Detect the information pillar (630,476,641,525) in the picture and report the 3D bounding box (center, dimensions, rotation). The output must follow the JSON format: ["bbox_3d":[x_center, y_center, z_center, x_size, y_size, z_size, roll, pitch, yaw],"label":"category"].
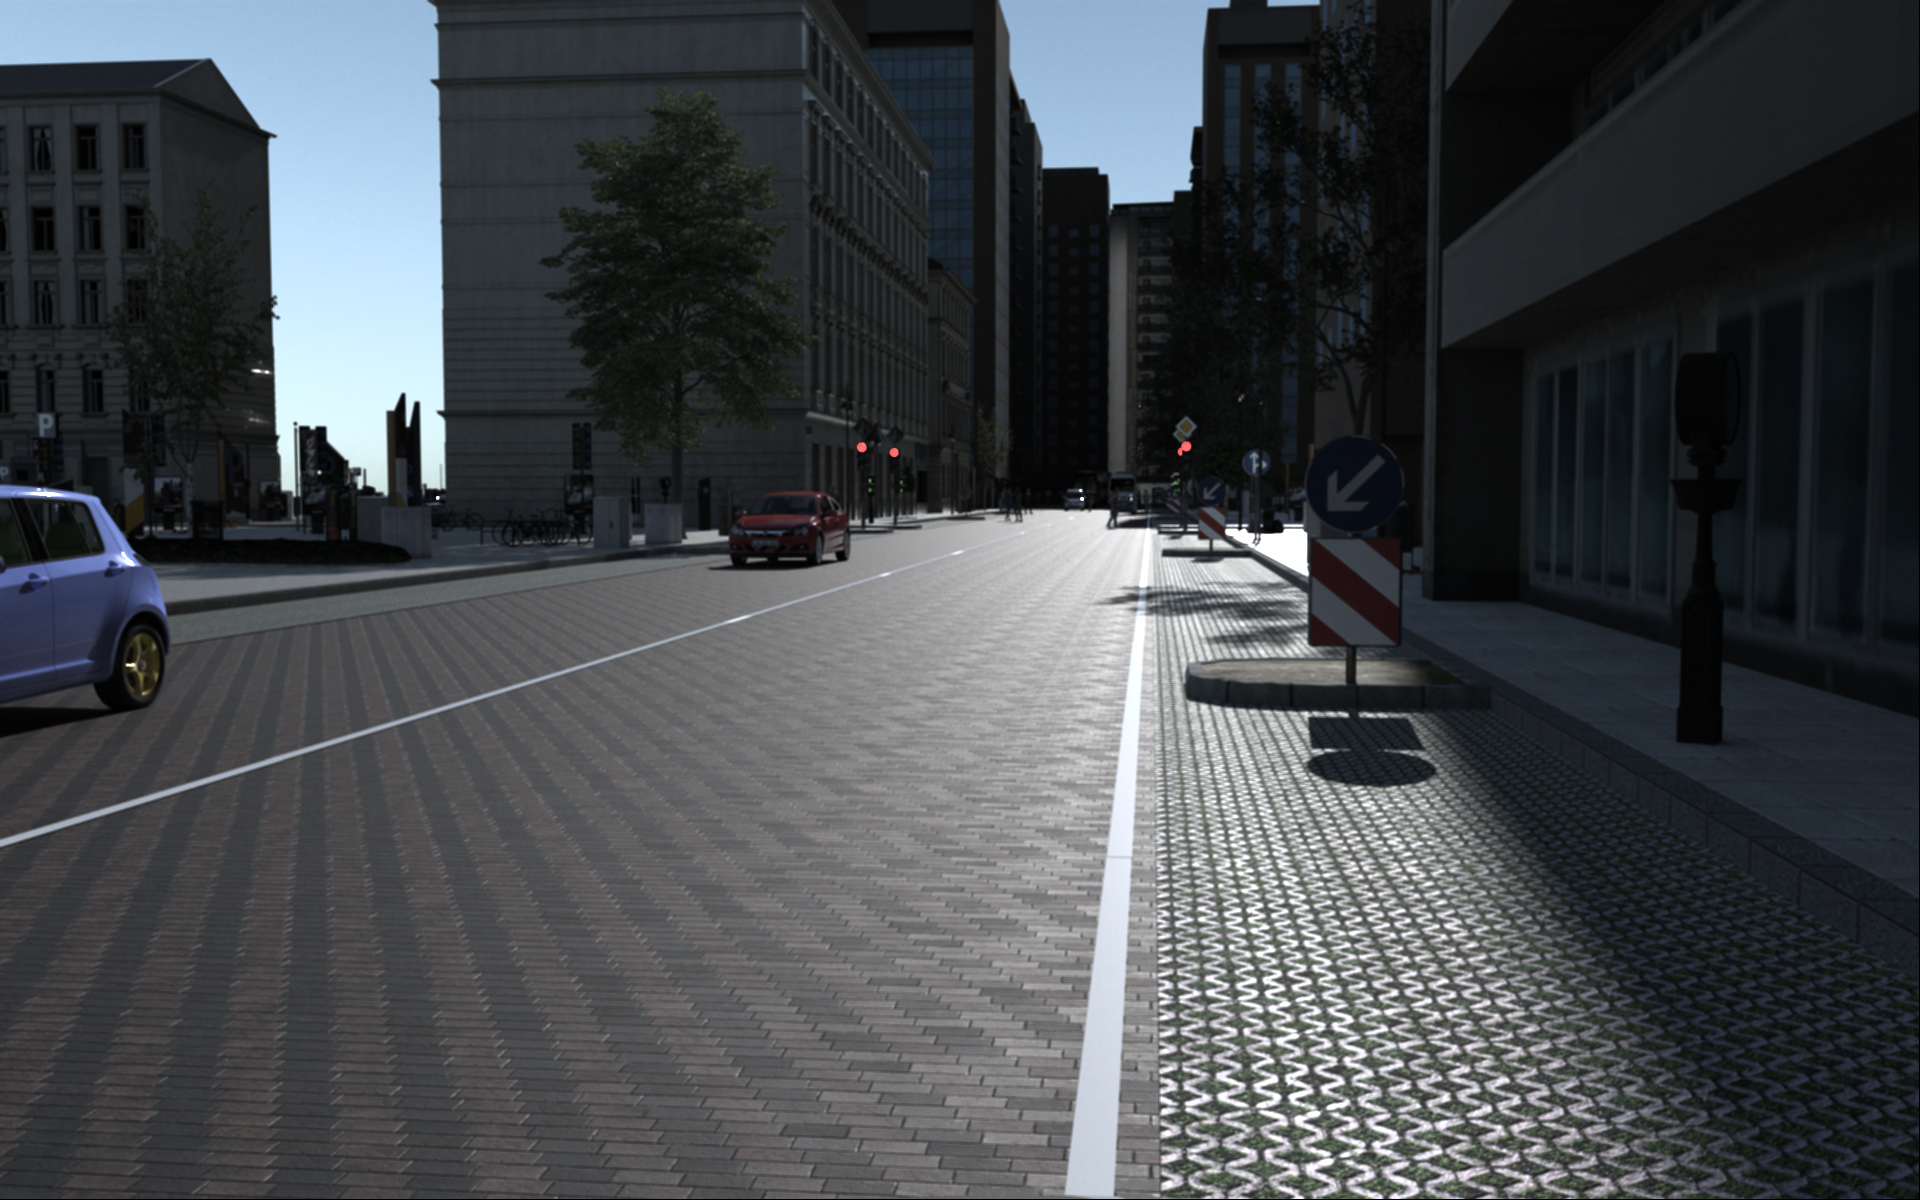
[{"bbox_3d":[-13.554,-4.149,72.328,0.304,2.012,0.304,1,4,20],"label":"information pillar"}]

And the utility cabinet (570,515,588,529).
[{"bbox_3d":[-14.043,-3.218,63.774,0.306,1.237,1.020,-2,4,-34],"label":"utility cabinet"}]

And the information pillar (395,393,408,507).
[{"bbox_3d":[-12.883,-2.973,39.958,0.183,3.616,0.504,0,4,3],"label":"information pillar"}]

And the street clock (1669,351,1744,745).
[{"bbox_3d":[3.830,-0.265,8.910,0.358,2.002,0.471,2,4,35],"label":"street clock"}]

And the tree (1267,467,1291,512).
[{"bbox_3d":[22.952,-7.886,123.531,1.663,3.219,1.824,0,3,0],"label":"tree"}]

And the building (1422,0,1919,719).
[{"bbox_3d":[15.198,-23.538,8.547,21.300,48.544,21.600,0,4,6],"label":"building"}]

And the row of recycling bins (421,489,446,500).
[{"bbox_3d":[-39.948,-7.603,131.425,3.534,1.692,1.069,3,5,42],"label":"row of recycling bins"}]

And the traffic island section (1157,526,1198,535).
[{"bbox_3d":[8.112,-2.438,62.142,2.009,0.180,2.903,0,4,6],"label":"traffic island section"}]

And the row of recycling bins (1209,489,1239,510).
[{"bbox_3d":[20.894,-7.932,136.798,1.069,1.692,3.534,-3,5,-44],"label":"row of recycling bins"}]

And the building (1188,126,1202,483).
[{"bbox_3d":[37.976,-33.527,202.792,22.147,44.769,28.867,0,4,6],"label":"building"}]

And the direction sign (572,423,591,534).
[{"bbox_3d":[-12.028,-3.863,55.156,0.876,3.537,0.379,3,4,38],"label":"direction sign"}]

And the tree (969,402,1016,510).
[{"bbox_3d":[2.223,-11.531,138.897,4.360,8.622,3.978,0,3,0],"label":"tree"}]

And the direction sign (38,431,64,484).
[{"bbox_3d":[-32.662,-4.298,62.267,0.379,3.537,0.876,2,4,35],"label":"direction sign"}]

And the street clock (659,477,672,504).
[{"bbox_3d":[-12.191,-4.104,71.665,0.471,2.002,0.358,1,4,20],"label":"street clock"}]

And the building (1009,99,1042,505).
[{"bbox_3d":[-1.187,-35.911,210.850,21.600,48.544,21.300,0,4,6],"label":"building"}]

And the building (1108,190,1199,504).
[{"bbox_3d":[27.238,-33.774,235.792,14.086,41.232,14.154,0,4,6],"label":"building"}]

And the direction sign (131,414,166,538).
[{"bbox_3d":[-23.124,-3.511,49.400,0.876,3.537,0.379,-2,4,-32],"label":"direction sign"}]

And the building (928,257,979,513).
[{"bbox_3d":[-4.858,-15.969,125.718,10.561,19.102,19.286,0,4,6],"label":"building"}]

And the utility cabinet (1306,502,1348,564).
[{"bbox_3d":[6.757,-1.402,31.600,0.318,1.500,1.173,3,5,41],"label":"utility cabinet"}]

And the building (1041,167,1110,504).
[{"bbox_3d":[13.138,-35.885,236.832,14.200,45.320,14.600,0,4,6],"label":"building"}]

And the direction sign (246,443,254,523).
[{"bbox_3d":[-31.574,-5.190,76.854,0.379,3.537,0.876,-2,4,-26],"label":"direction sign"}]

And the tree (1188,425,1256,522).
[{"bbox_3d":[12.442,-5.975,81.413,4.285,4.588,4.351,0,3,0],"label":"tree"}]

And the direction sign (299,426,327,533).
[{"bbox_3d":[-21.565,-4.025,57.805,0.876,3.537,0.379,-2,4,-33],"label":"direction sign"}]

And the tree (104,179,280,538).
[{"bbox_3d":[-18.271,-5.540,40.943,4.737,8.622,4.395,0,3,0],"label":"tree"}]

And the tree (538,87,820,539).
[{"bbox_3d":[-7.832,-7.982,48.629,7.486,12.596,7.792,0,3,0],"label":"tree"}]

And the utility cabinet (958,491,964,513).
[{"bbox_3d":[0.054,-6.397,113.270,0.318,1.500,1.173,0,4,5],"label":"utility cabinet"}]

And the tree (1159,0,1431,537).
[{"bbox_3d":[7.473,-6.044,33.236,8.767,10.594,7.601,2,4,32],"label":"tree"}]

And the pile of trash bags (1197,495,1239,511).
[{"bbox_3d":[19.643,-7.447,131.516,3.447,1.369,1.912,1,4,17],"label":"pile of trash bags"}]

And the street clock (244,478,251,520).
[{"bbox_3d":[-33.059,-4.630,80.273,0.358,2.002,0.471,0,4,4],"label":"street clock"}]

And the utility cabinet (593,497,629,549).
[{"bbox_3d":[-8.299,-1.835,41.166,1.020,1.237,0.306,3,5,40],"label":"utility cabinet"}]

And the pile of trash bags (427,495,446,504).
[{"bbox_3d":[-34.135,-6.412,114.586,1.912,1.369,3.447,1,4,13],"label":"pile of trash bags"}]

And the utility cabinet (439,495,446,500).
[{"bbox_3d":[-32.626,-6.029,109.740,0.306,1.237,1.020,-3,5,-44],"label":"utility cabinet"}]

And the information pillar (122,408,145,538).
[{"bbox_3d":[-22.480,-3.408,47.082,0.504,3.616,0.183,-1,4,-12],"label":"information pillar"}]

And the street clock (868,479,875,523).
[{"bbox_3d":[-3.893,-4.366,75.960,0.358,2.002,0.471,0,4,8],"label":"street clock"}]

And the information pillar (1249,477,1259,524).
[{"bbox_3d":[12.711,-4.305,74.882,0.304,2.012,0.304,-1,4,-11],"label":"information pillar"}]

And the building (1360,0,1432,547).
[{"bbox_3d":[17.408,-24.235,46.349,14.600,45.320,14.200,0,4,6],"label":"building"}]

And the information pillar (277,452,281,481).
[{"bbox_3d":[-35.167,-5.989,89.281,0.504,3.616,0.183,3,5,40],"label":"information pillar"}]

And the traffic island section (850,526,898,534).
[{"bbox_3d":[-3.558,-2.517,63.431,2.009,0.180,2.903,0,4,6],"label":"traffic island section"}]

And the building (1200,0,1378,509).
[{"bbox_3d":[29.129,-31.043,157.657,14.600,45.320,14.200,0,4,6],"label":"building"}]

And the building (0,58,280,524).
[{"bbox_3d":[-42.480,-14.122,80.044,18.267,20.994,9.793,0,4,6],"label":"building"}]

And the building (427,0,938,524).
[{"bbox_3d":[-12.020,-19.445,94.336,17.030,29.872,44.131,0,4,6],"label":"building"}]

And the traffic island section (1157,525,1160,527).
[{"bbox_3d":[8.988,-2.923,70.079,2.009,0.180,2.903,0,4,6],"label":"traffic island section"}]

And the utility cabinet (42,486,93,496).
[{"bbox_3d":[-24.035,-2.325,46.697,1.173,1.500,0.318,0,4,-6],"label":"utility cabinet"}]

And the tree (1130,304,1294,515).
[{"bbox_3d":[14.899,-11.450,104.209,9.611,12.733,9.660,0,3,0],"label":"tree"}]

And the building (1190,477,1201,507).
[{"bbox_3d":[39.891,-29.603,175.897,32.217,40.220,23.993,0,4,6],"label":"building"}]

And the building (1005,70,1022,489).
[{"bbox_3d":[-5.274,-31.896,176.123,22.147,44.769,28.867,0,4,6],"label":"building"}]

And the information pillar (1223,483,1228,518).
[{"bbox_3d":[14.406,-6.283,94.078,0.183,3.616,0.504,-1,4,-21],"label":"information pillar"}]

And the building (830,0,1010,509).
[{"bbox_3d":[-3.075,-30.817,153.965,14.600,45.320,14.200,0,4,6],"label":"building"}]

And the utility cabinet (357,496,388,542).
[{"bbox_3d":[-15.325,-2.108,45.629,1.020,1.237,0.306,-2,4,-25],"label":"utility cabinet"}]

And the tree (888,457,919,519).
[{"bbox_3d":[-2.735,-5.870,90.574,1.663,3.219,1.824,0,3,0],"label":"tree"}]

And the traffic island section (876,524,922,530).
[{"bbox_3d":[-2.682,-3.002,71.368,2.009,0.180,2.903,0,4,6],"label":"traffic island section"}]

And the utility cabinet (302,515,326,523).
[{"bbox_3d":[-27.841,-4.030,74.569,1.173,1.500,0.318,2,4,32],"label":"utility cabinet"}]
